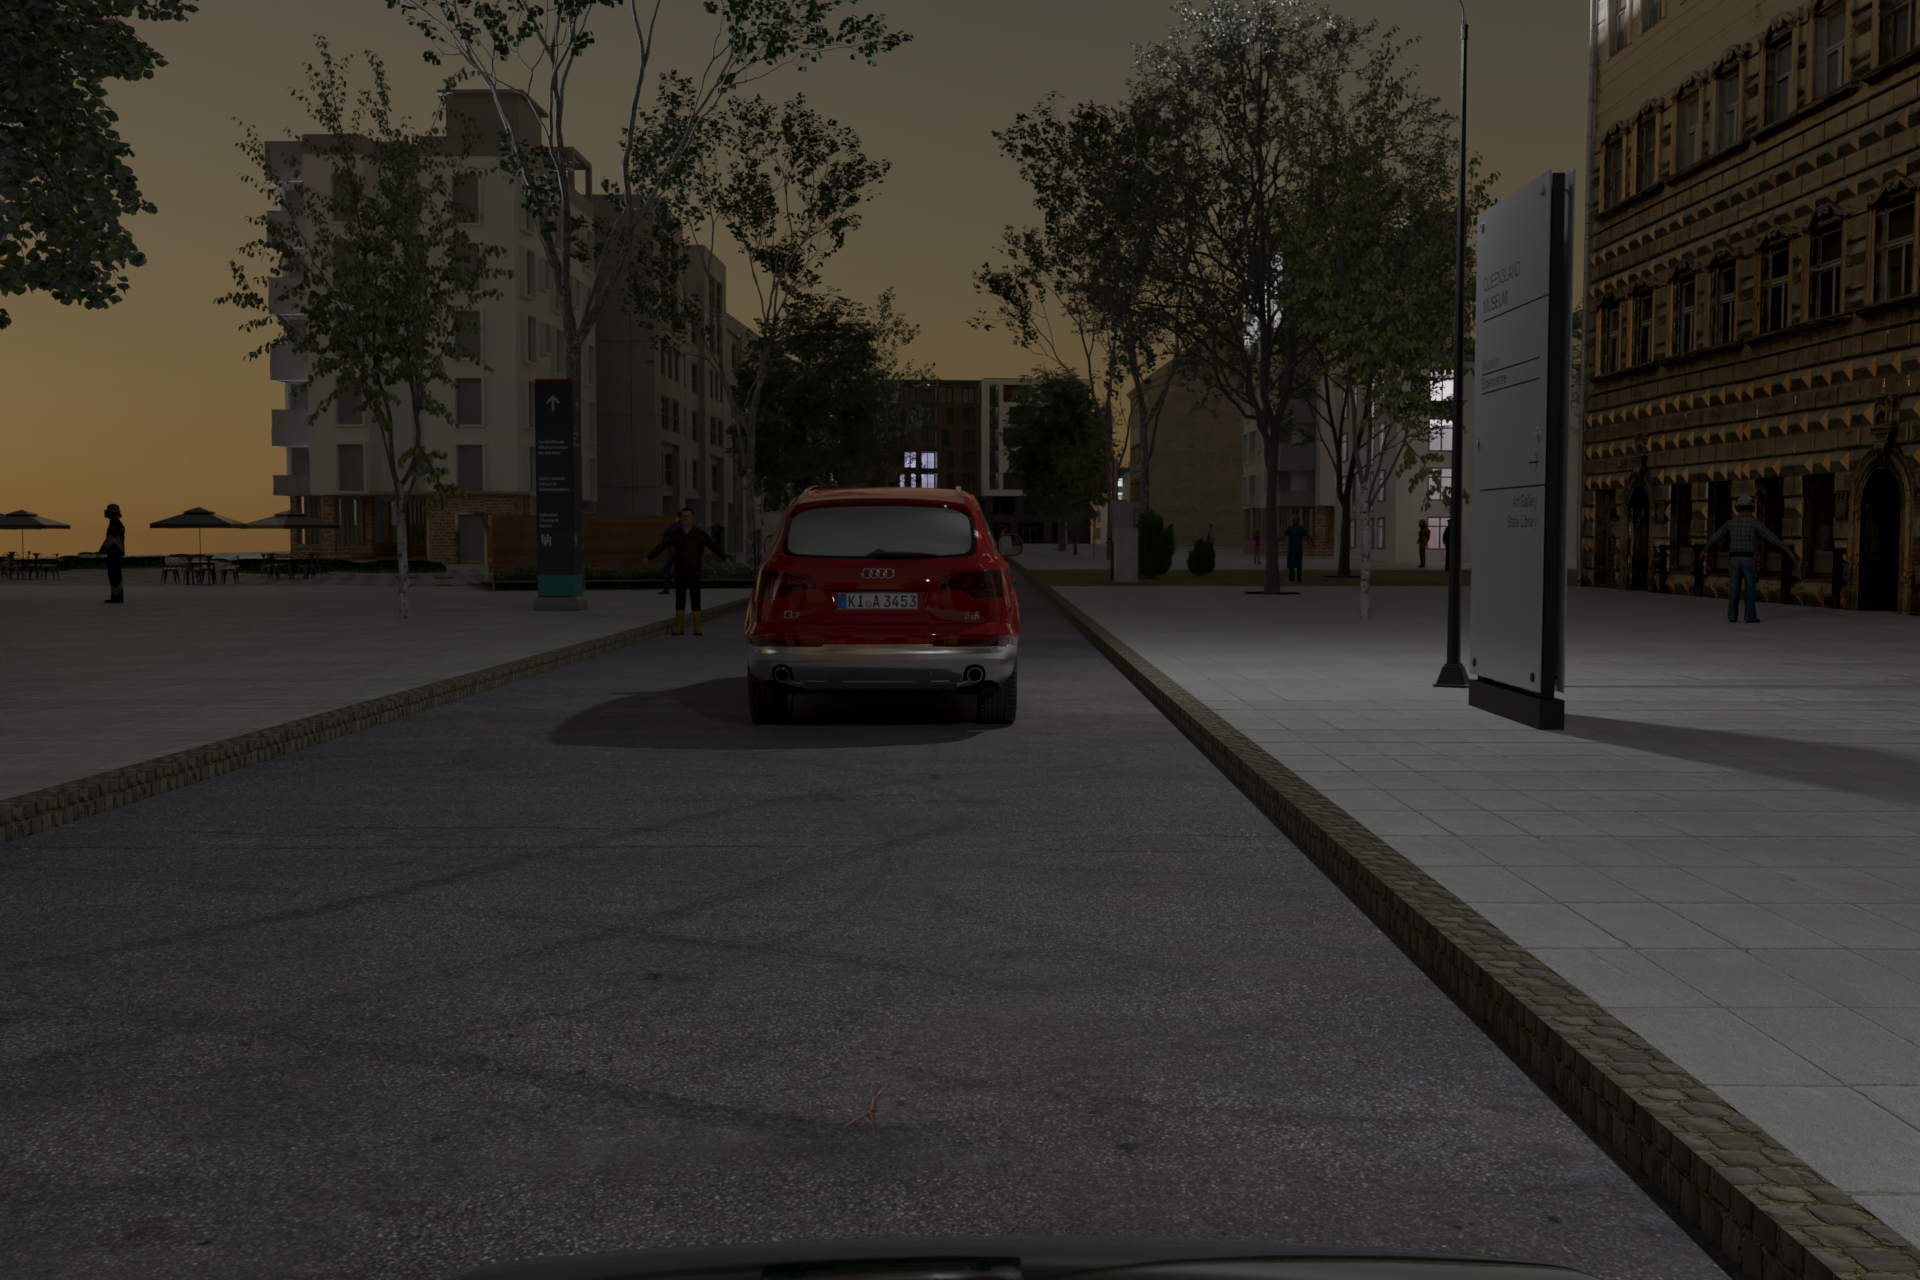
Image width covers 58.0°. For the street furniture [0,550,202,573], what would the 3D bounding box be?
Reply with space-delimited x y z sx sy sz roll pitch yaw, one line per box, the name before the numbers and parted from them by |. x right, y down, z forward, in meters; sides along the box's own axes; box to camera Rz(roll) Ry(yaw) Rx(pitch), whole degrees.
street furniture | -31.957 -2.878 62.676 5.734 0.657 10.072 1 4 13

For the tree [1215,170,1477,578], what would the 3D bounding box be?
tree | 11.303 -7.639 50.658 9.928 11.665 9.643 0 3 0

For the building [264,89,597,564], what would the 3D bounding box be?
building | -23.543 -13.381 75.193 16.016 20.090 11.380 0 4 0

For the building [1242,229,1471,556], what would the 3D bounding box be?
building | 23.930 -15.758 114.059 16.016 20.090 11.380 0 4 1

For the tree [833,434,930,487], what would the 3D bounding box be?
tree | -7.044 -13.080 148.277 8.767 10.594 7.601 -1 4 -20

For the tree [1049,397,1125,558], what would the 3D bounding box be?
tree | 7.163 -8.758 93.559 4.737 8.622 4.395 0 3 0

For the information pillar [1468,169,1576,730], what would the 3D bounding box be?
information pillar | 3.884 -1.268 12.052 0.184 3.620 1.656 0 4 1

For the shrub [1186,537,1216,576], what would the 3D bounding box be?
shrub | 7.400 -2.570 53.144 1.383 1.207 1.383 0 3 0

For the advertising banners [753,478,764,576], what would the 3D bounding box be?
advertising banners | -6.221 -3.513 53.627 0.090 3.025 2.074 0 4 2

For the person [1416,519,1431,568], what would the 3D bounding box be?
person | 17.733 -3.715 66.505 0.705 1.858 1.354 0 4 8

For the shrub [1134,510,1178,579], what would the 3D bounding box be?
shrub | 5.386 -2.752 49.416 1.690 2.028 1.600 0 3 0

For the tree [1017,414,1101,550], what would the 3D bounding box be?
tree | 8.392 -13.253 142.435 9.928 11.665 9.643 0 3 0

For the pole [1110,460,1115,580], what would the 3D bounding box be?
pole | 4.242 -3.303 47.855 0.158 3.312 0.155 0 3 0

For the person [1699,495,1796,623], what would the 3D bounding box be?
person | 11.379 -1.179 25.119 1.345 1.849 0.704 3 5 44

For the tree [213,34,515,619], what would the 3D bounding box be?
tree | -8.503 -4.608 25.711 4.737 8.622 4.395 0 3 0

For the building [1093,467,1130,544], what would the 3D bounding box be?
building | 22.139 -16.866 217.912 9.099 9.664 28.070 0 4 0

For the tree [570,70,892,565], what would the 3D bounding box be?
tree | -9.540 -13.195 71.623 12.611 20.169 13.585 0 3 0

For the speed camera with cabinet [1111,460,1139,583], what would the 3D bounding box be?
speed camera with cabinet | 4.375 -3.154 45.901 0.660 3.252 2.038 0 4 1

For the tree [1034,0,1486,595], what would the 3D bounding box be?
tree | 6.603 -7.728 36.726 12.009 13.543 11.850 0 3 0

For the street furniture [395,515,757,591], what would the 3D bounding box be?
street furniture | -7.922 -2.158 42.143 11.010 1.723 9.812 -1 4 -18

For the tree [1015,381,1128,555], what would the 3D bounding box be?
tree | 6.812 -10.518 106.374 7.601 10.594 8.767 -2 4 -26

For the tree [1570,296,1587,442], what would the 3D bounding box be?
tree | 24.254 -8.987 57.314 12.009 13.543 11.850 0 3 0

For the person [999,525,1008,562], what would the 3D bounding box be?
person | 1.482 -2.774 54.618 0.721 1.733 1.217 0 4 -5

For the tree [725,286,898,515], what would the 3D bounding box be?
tree | -8.072 -11.228 90.228 9.857 13.997 8.962 0 3 0

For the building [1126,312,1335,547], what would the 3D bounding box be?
building | 27.721 -21.303 179.237 19.493 23.208 18.063 0 4 0

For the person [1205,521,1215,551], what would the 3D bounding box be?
person | 10.993 -4.299 76.144 0.705 1.847 1.347 0 4 -6

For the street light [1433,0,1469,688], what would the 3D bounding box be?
street light | 4.692 -2.559 14.381 1.470 5.913 1.316 0 4 1

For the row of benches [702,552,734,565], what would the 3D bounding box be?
row of benches | -9.633 -2.677 59.227 4.104 0.672 1.422 -1 4 -19

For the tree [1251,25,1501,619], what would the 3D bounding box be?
tree | 6.205 -4.603 25.615 4.737 8.622 4.395 0 3 0

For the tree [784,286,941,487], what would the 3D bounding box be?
tree | -7.570 -16.984 133.579 12.611 20.169 13.585 0 3 0

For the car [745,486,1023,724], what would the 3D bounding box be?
car | -0.585 -0.363 14.606 2.281 1.827 5.304 0 4 0

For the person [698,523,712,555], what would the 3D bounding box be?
person | -11.571 -4.315 77.011 1.216 1.772 0.721 -1 4 -10

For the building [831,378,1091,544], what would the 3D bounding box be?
building | -0.711 -23.972 238.379 32.646 21.610 27.936 0 4 -7

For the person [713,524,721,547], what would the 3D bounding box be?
person | -11.188 -4.446 79.408 0.721 1.740 1.216 0 4 -2

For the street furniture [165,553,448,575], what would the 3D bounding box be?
street furniture | -21.978 -2.562 57.507 10.072 0.657 5.734 3 4 39

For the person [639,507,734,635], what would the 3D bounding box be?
person | -3.859 -0.974 24.524 1.346 1.812 0.704 0 4 0

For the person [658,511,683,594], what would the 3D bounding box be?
person | -6.104 -1.861 36.920 0.683 1.767 0.568 -2 4 -35

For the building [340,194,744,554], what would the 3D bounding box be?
building | -23.959 -14.670 106.319 16.747 18.905 31.486 0 4 1

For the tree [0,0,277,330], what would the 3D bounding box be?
tree | -8.779 -6.414 11.519 9.857 13.997 8.962 0 3 0

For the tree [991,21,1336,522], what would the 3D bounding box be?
tree | 7.781 -12.756 64.447 12.611 20.169 13.585 0 3 0

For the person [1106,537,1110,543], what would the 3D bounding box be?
person | 6.545 -3.996 71.515 1.347 1.806 0.705 -3 5 -43

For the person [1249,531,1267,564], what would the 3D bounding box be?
person | 12.824 -3.989 74.486 0.599 1.433 0.991 -3 5 -44

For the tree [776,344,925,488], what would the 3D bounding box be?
tree | -7.328 -12.191 109.696 12.009 13.543 11.850 0 3 0

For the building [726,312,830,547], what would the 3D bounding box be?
building | -23.262 -21.046 175.024 19.493 23.208 18.063 0 4 1

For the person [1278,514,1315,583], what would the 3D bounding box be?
person | 8.806 -2.413 45.580 1.347 1.817 0.704 -1 4 -21

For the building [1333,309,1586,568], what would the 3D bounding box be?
building | 24.173 -8.329 78.330 9.099 9.664 28.070 0 4 1

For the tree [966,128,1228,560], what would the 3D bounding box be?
tree | 6.473 -13.906 83.252 12.611 20.169 13.585 0 3 0

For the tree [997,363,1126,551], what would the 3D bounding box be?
tree | 7.629 -13.535 127.960 9.857 13.997 8.962 0 3 0

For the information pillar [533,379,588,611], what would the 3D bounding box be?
information pillar | -6.767 -2.439 29.255 0.750 3.857 0.750 0 4 0

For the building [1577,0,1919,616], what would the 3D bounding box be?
building | 24.265 -12.337 32.644 19.493 23.208 18.063 0 4 1

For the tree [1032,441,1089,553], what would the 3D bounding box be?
tree | 7.359 -10.152 116.342 4.360 8.622 3.978 0 3 0

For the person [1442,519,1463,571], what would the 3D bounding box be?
person | 16.975 -3.302 59.920 0.705 1.837 1.347 -1 4 -10

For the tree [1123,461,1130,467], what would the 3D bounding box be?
tree | 24.908 -19.055 237.309 9.928 11.665 9.643 0 3 0

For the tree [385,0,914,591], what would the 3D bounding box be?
tree | -7.217 -11.127 37.824 12.611 20.169 13.585 0 3 0

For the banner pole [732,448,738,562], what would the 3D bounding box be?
banner pole | -6.592 -3.724 50.899 0.401 3.779 0.863 0 4 1

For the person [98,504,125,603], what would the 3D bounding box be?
person | -15.781 -1.615 32.266 0.704 1.845 1.351 -1 4 -15
